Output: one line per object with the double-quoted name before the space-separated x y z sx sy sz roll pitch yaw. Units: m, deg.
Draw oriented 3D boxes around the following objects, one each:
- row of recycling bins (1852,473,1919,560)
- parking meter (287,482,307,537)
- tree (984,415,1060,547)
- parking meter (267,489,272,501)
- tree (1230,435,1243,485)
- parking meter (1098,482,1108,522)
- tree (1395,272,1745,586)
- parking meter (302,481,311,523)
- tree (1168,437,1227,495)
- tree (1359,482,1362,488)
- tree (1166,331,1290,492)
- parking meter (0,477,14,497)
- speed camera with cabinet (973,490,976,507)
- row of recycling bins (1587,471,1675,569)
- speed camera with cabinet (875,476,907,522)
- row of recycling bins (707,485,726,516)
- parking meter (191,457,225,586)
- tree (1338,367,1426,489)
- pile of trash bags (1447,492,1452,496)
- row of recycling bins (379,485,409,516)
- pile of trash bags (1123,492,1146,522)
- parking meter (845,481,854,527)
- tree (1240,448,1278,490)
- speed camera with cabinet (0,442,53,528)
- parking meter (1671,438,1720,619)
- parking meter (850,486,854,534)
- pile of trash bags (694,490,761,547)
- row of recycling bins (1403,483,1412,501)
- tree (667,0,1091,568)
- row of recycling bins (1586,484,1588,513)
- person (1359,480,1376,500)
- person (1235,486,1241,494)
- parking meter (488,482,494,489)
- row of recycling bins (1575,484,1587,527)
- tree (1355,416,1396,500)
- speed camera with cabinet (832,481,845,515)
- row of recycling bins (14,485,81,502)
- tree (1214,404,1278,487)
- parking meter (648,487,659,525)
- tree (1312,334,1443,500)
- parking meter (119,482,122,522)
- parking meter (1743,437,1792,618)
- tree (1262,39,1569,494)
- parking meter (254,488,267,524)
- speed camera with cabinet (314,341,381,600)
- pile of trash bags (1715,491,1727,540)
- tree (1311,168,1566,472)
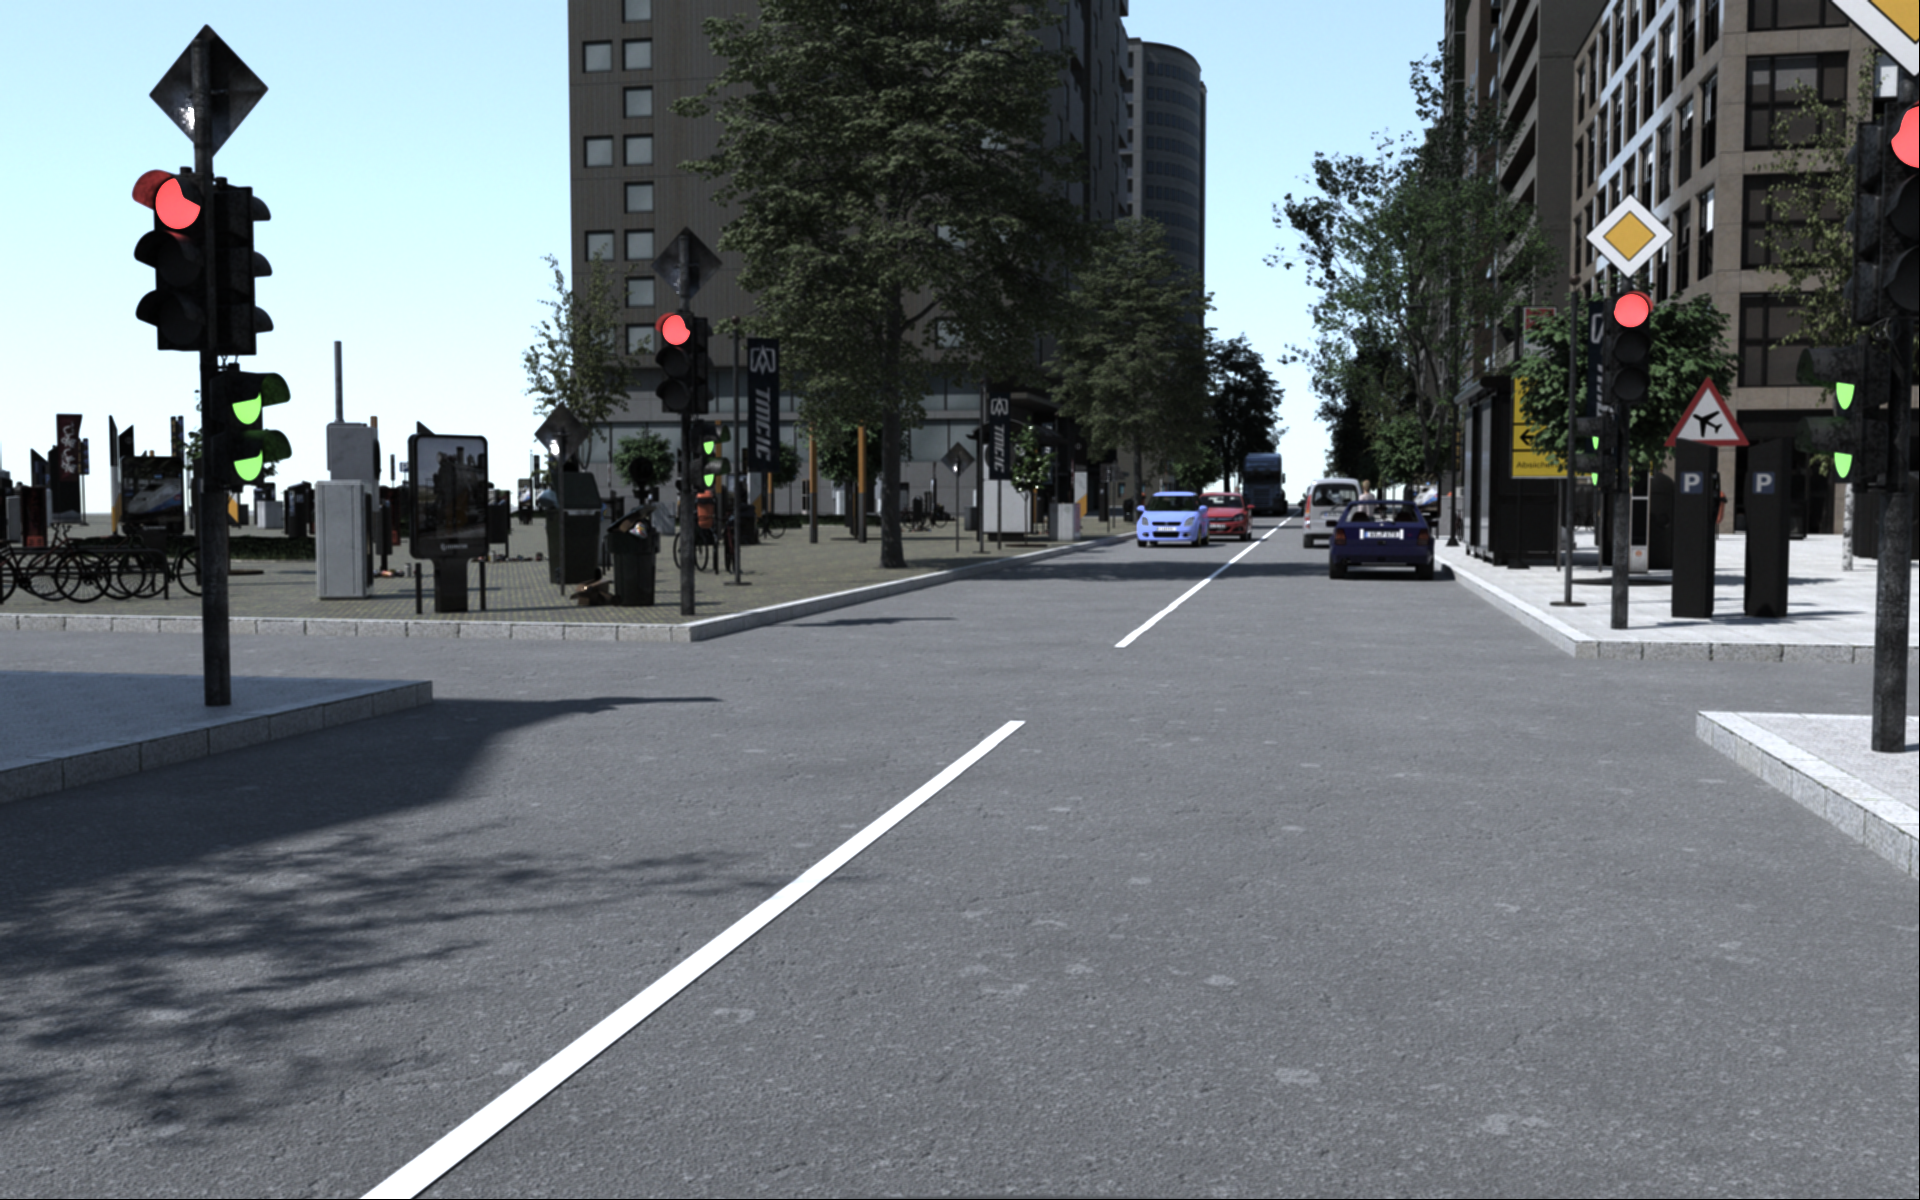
"row of recycling bins" 18.730 -1.715 35.151 1.069 1.692 3.534 1 4 19
"parking meter" -14.314 -1.774 37.413 0.372 1.533 0.369 0 3 0
"tree" 1.695 -2.905 42.101 1.663 3.219 1.824 0 3 0
"parking meter" -31.838 -4.355 79.622 0.372 1.533 0.369 0 3 0
"tree" 30.174 -14.270 183.675 4.737 8.622 4.395 0 3 0
"parking meter" 6.666 -4.580 80.595 0.399 1.863 0.255 3 5 40
"tree" 9.399 -2.506 24.694 4.285 4.588 4.351 0 3 0
"parking meter" -28.535 -4.284 75.749 0.399 1.863 0.255 -1 4 -13
"tree" 13.499 -7.059 99.136 4.285 4.588 4.351 0 3 0
"tree" 40.207 -11.039 175.085 1.663 3.219 1.824 0 3 0
"tree" 20.672 -13.930 134.413 9.857 13.997 8.962 0 3 0
"parking meter" -32.822 -3.300 59.672 0.399 1.863 0.255 -3 5 -41
"speed camera with cabinet" 1.543 -4.390 66.105 2.038 3.252 0.660 1 4 23
"row of recycling bins" 12.122 -1.471 31.164 1.069 1.692 3.534 1 4 13
"speed camera with cabinet" -3.184 -5.189 79.171 0.660 3.252 2.038 2 4 31
"row of recycling bins" -10.774 -4.286 77.194 1.069 1.692 3.534 0 4 -3
"parking meter" -10.540 -1.137 24.298 0.399 1.863 0.255 0 4 -6
"tree" 24.903 -9.183 100.506 4.737 8.622 4.395 0 3 0
"pile of trash bags" 23.329 -4.130 77.282 3.447 1.369 1.912 -1 4 -11
"row of recycling bins" -27.711 -4.565 81.745 3.534 1.692 1.069 0 4 -5
"pile of trash bags" 8.503 -4.319 80.361 1.912 1.369 3.447 0 3 0
"parking meter" -4.290 -3.764 67.257 0.255 1.863 0.399 1 4 19
"tree" 34.415 -15.472 203.334 4.360 8.622 3.978 0 3 0
"speed camera with cabinet" -35.620 -4.365 65.710 2.038 3.252 0.660 -2 4 -29
"parking meter" 7.623 -0.748 17.936 0.399 1.863 0.255 3 5 42
"parking meter" -3.318 -2.858 55.135 0.372 1.533 0.369 0 3 0
"pile of trash bags" -6.064 -2.054 43.340 1.912 1.369 3.447 0 4 2
"row of recycling bins" 15.845 -3.217 59.709 1.069 1.692 3.534 1 4 18
"tree" -1.023 -6.811 29.494 7.486 12.596 7.792 0 3 0
"row of recycling bins" 16.072 -2.102 41.473 1.069 1.692 3.534 0 4 6
"person" 9.089 -1.762 37.975 0.731 1.740 0.598 -3 5 -42
"person" 12.499 -4.247 78.339 0.834 1.777 0.661 1 4 15
"parking meter" -22.692 -4.770 83.700 0.255 1.863 0.399 -3 5 -40
"row of recycling bins" 24.966 -3.776 68.857 1.069 1.692 3.534 0 4 -3
"tree" 16.787 -4.921 64.177 4.285 4.588 4.351 0 3 0
"speed camera with cabinet" -6.039 -5.728 87.994 0.660 3.252 2.038 -1 4 -15
"row of recycling bins" -41.623 -4.401 79.069 1.069 1.692 3.534 1 4 17
"tree" 27.254 -14.287 168.008 7.601 10.594 8.767 0 4 1
"parking meter" -10.701 -3.187 60.512 0.372 1.533 0.369 0 3 0
"tree" 30.203 -12.680 124.320 9.611 12.733 9.660 0 3 0
"parking meter" -37.929 -4.439 78.284 0.399 1.863 0.255 1 4 16
"parking meter" 8.415 -0.756 18.071 0.255 1.863 0.399 -3 5 -41
"tree" 19.574 -13.416 75.237 12.611 20.169 13.585 0 3 0
"parking meter" -29.665 -3.967 73.263 0.372 1.533 0.369 0 3 0
"speed camera with cabinet" -7.697 -1.681 21.821 0.660 3.252 2.038 -1 4 -13
"pile of trash bags" 20.077 -2.423 49.365 3.447 1.369 1.912 3 5 44
"tree" 14.868 -7.861 54.283 9.928 11.665 9.643 0 3 0
